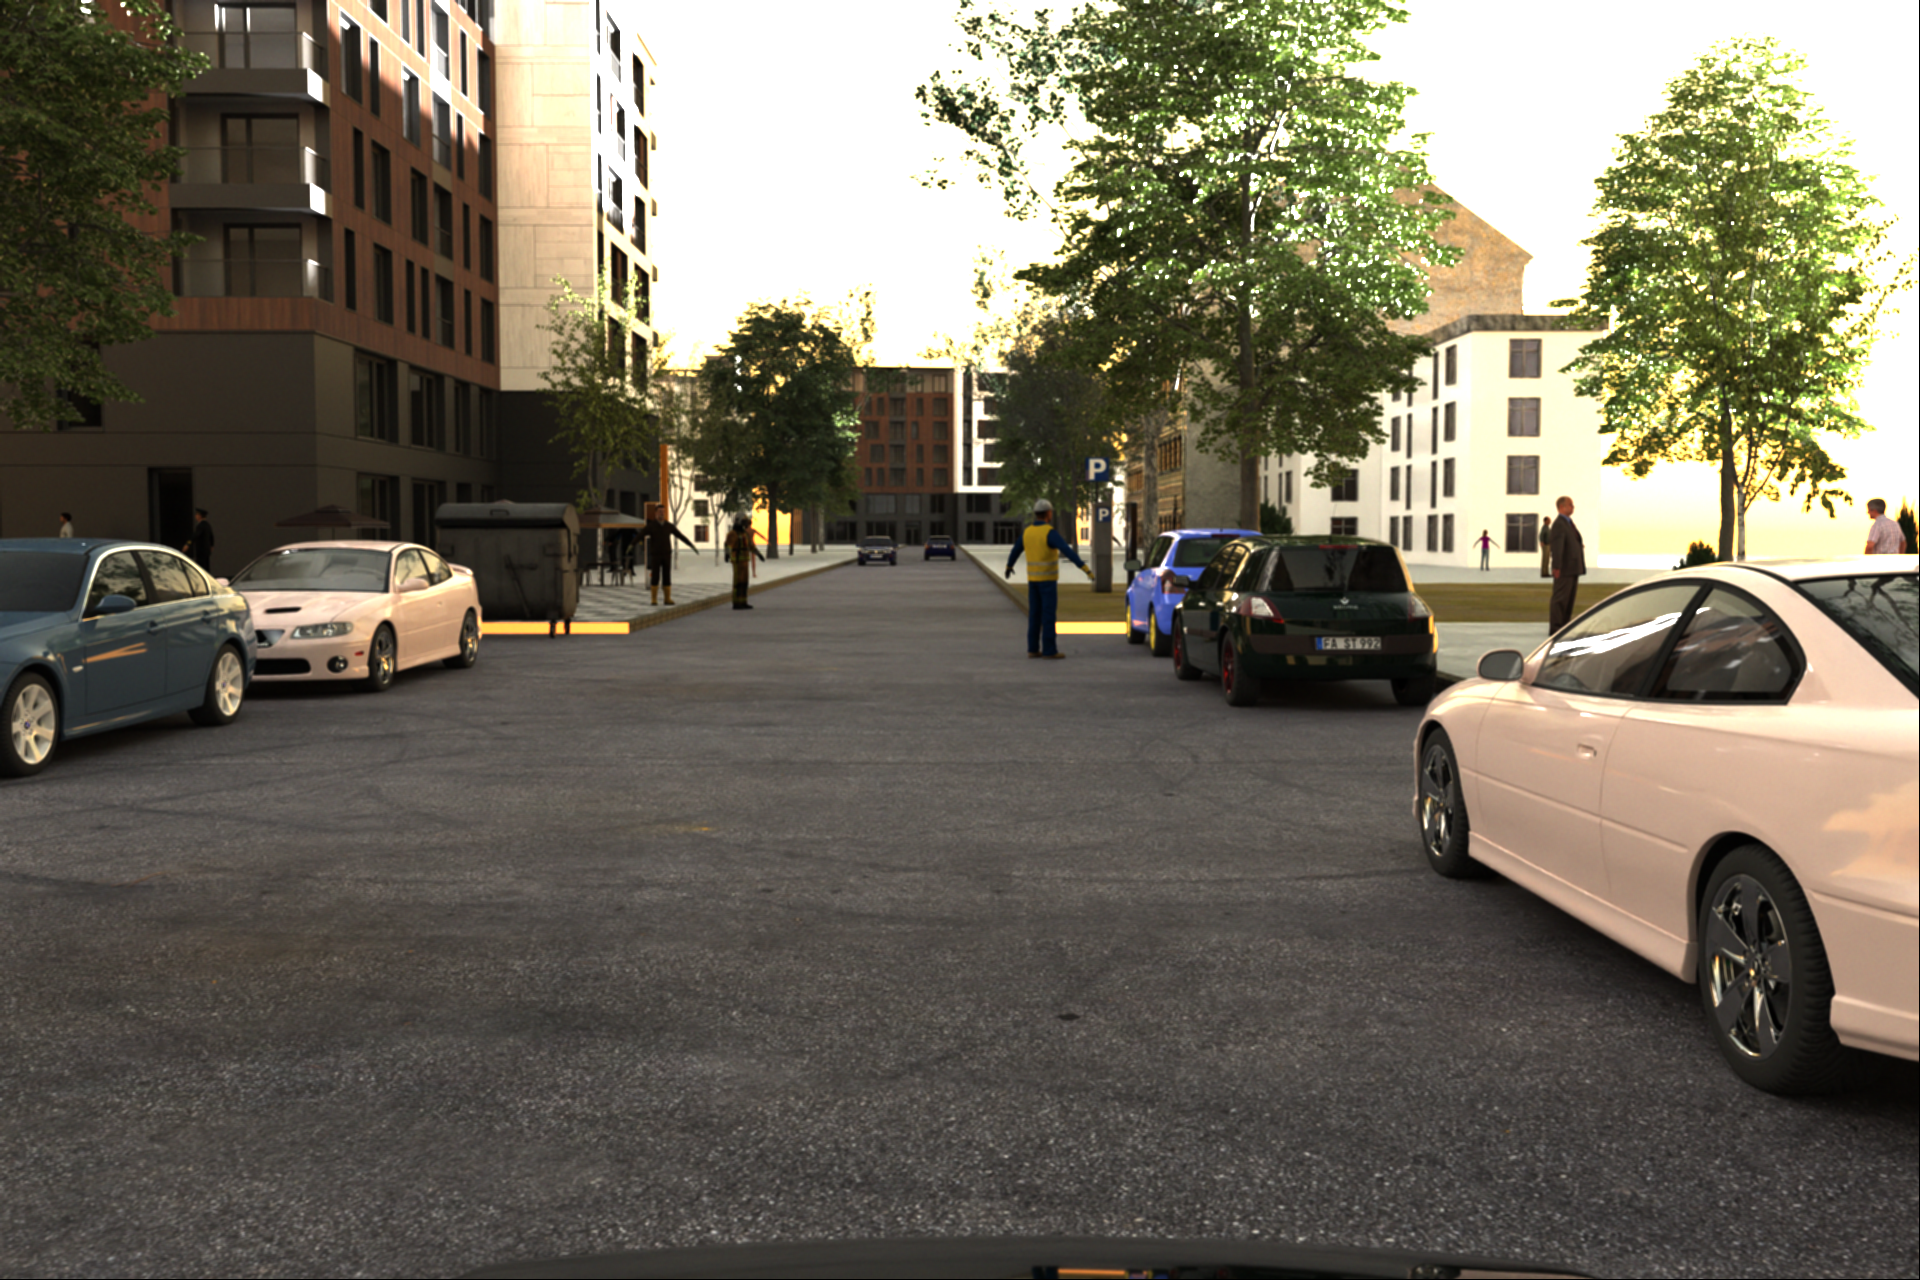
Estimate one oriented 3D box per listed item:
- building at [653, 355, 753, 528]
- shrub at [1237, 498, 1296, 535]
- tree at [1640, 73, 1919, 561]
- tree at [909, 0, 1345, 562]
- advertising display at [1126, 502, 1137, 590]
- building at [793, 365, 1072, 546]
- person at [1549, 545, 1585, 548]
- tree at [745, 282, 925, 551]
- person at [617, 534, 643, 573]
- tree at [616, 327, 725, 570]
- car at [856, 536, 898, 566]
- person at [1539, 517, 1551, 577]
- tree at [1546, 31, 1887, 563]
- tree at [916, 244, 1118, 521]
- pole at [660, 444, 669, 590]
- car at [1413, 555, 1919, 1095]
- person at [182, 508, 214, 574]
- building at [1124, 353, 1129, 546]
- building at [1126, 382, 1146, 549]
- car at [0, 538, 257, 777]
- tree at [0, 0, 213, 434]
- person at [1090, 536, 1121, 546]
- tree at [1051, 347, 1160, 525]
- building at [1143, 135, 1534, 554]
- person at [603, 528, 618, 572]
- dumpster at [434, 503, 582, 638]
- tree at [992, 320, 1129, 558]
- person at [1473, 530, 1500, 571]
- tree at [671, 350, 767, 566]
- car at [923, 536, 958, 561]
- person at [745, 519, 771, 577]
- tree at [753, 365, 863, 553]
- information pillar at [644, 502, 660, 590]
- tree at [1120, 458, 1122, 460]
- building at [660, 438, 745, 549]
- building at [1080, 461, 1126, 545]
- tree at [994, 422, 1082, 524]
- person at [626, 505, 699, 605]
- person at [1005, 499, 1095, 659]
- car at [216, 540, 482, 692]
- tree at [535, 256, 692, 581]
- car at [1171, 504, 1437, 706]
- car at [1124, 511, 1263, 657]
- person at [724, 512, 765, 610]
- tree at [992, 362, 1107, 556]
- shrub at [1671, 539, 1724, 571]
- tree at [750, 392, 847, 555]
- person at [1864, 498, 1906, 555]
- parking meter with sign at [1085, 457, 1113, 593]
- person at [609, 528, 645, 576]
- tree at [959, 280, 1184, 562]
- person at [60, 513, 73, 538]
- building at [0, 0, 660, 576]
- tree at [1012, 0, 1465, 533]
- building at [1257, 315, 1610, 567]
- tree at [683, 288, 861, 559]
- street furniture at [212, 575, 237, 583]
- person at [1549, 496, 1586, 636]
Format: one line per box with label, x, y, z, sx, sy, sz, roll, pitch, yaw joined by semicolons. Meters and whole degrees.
building;-28.568;-20.042;184.111;16.016;20.090;11.380;0;4;0
shrub;6.558;-2.042;37.421;1.661;2.075;1.752;0;3;0
tree;12.873;-4.753;28.074;4.737;8.622;4.395;0;3;0
tree;4.293;-11.729;47.656;12.611;20.169;13.585;0;3;0
advertising display;3.482;-1.835;35.210;0.123;1.923;0.974;0;4;-1
building;-4.473;-22.910;221.008;32.646;21.610;27.936;-1;4;-8
person;16.326;-2.501;46.743;1.347;1.847;0.705;-2;4;-31
tree;-9.122;-16.742;129.618;12.611;20.169;13.585;0;3;0
person;-10.822;-3.067;56.617;1.216;1.772;0.721;3;5;39
tree;-10.108;-6.816;61.800;4.360;8.622;3.978;0;3;0
car;-3.804;-4.119;79.931;1.945;1.354;3.894;0;4;-1
person;17.384;-2.752;51.272;0.705;1.796;1.348;3;4;38
tree;17.516;-7.464;40.169;7.486;12.596;7.792;0;3;0
tree;3.740;-15.812;114.422;12.611;20.169;13.585;0;3;0
pole;-6.736;-2.793;39.513;0.158;3.312;0.155;0;3;0
car;2.936;0.400;5.817;2.083;1.381;4.827;0;4;-1
person;-16.178;-1.896;36.928;0.705;1.837;1.347;0;4;0
building;21.953;-19.565;176.312;16.016;20.090;11.380;0;4;0
building;24.688;-19.562;150.767;19.493;23.208;18.063;0;3;0
car;-6.340;0.017;11.725;2.014;1.417;4.499;0;3;0
tree;-12.613;-6.249;20.306;7.486;12.596;7.792;0;3;0
person;4.305;-2.792;51.773;1.348;1.813;0.705;-3;5;-44
tree;5.133;-7.109;66.599;4.360;8.622;3.978;0;3;0
building;21.356;-16.662;103.355;19.493;23.208;18.063;0;4;-1
person;-11.696;-3.178;58.181;0.704;1.802;1.346;0;4;8
dumpster;-6.316;-0.980;24.236;1.865;1.857;1.264;0;4;-1
tree;5.460;-10.651;92.276;7.486;12.596;7.792;0;3;0
person;18.461;-3.151;60.784;0.991;1.433;0.599;3;5;42
tree;-9.693;-7.261;69.086;4.360;8.622;3.978;0;3;0
car;-1.092;-5.052;95.178;1.945;1.354;3.894;0;4;0
person;-6.229;-2.734;51.500;1.217;1.733;0.721;0;4;5
tree;-10.289;-12.146;116.708;7.486;12.596;7.792;0;3;0
information pillar;-7.125;-2.180;40.143;0.304;2.012;0.304;0;3;0
tree;20.784;-18.172;222.869;9.928;11.665;9.643;0;3;0
building;-25.030;-13.678;165.775;9.099;9.664;28.070;0;3;0
building;19.243;-15.646;197.967;9.099;9.664;28.070;0;4;-1
tree;5.793;-12.839;128.040;7.486;12.596;7.792;0;3;0
person;-5.400;-1.541;31.329;1.346;1.812;0.704;-2;4;-26
person;0.976;-0.707;19.983;1.349;1.833;0.705;3;5;45
car;-6.144;-0.295;17.180;2.083;1.381;4.827;0;3;0
tree;-9.657;-5.913;47.048;4.737;8.622;4.395;0;3;0
car;3.025;-0.370;15.833;2.009;1.686;4.222;0;4;-2
car;3.048;-0.731;21.547;1.945;1.707;3.694;0;4;-1
person;-4.158;-1.515;33.002;0.705;1.858;1.354;2;4;24
tree;5.433;-10.738;101.318;9.928;11.665;9.643;0;3;0
shrub;14.849;-1.449;34.813;1.383;1.207;1.383;0;3;0
tree;-10.064;-10.483;105.815;8.767;10.594;7.601;3;5;45
person;10.893;-0.831;20.561;0.756;1.711;0.436;-1;4;-23
parking meter with sign;3.139;-2.589;38.592;0.543;3.016;1.738;0;4;-2
person;-10.205;-2.880;53.276;1.347;1.806;0.705;1;4;12
tree;5.159;-10.323;79.158;12.009;13.543;11.850;0;3;0
person;-22.113;-2.240;42.818;0.705;1.806;1.347;-2;4;-33
building;-26.938;-13.178;59.441;27.936;21.610;32.646;0;4;-1
tree;4.770;-6.826;29.739;7.486;12.596;7.792;0;3;0
building;20.230;-8.455;80.384;9.099;9.664;28.070;0;3;0
tree;-9.917;-11.233;90.311;9.857;13.997;8.962;0;3;0
street furniture;-14.569;-0.930;30.831;5.734;0.657;10.072;0;4;-7
person;7.666;-0.930;21.809;0.434;1.755;0.990;3;5;40
